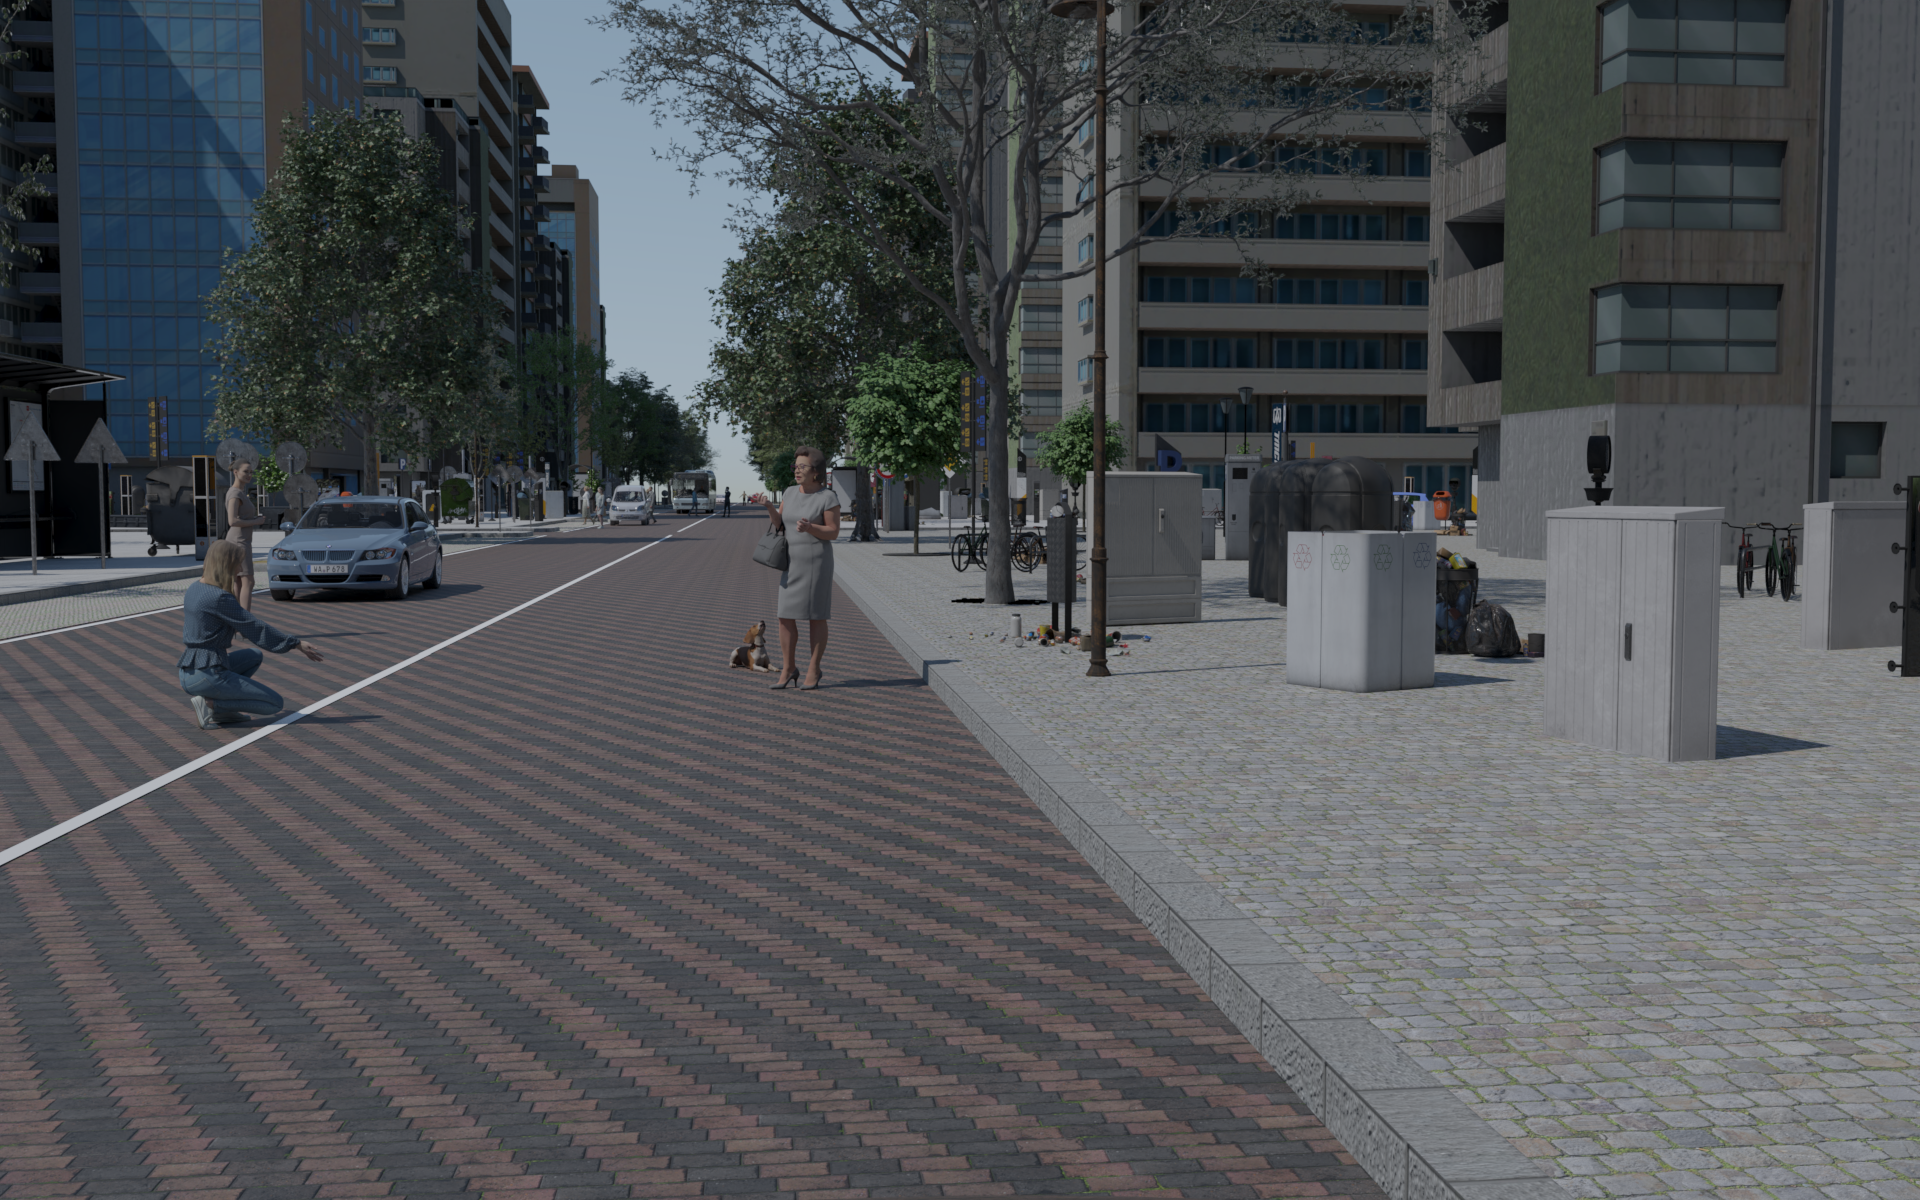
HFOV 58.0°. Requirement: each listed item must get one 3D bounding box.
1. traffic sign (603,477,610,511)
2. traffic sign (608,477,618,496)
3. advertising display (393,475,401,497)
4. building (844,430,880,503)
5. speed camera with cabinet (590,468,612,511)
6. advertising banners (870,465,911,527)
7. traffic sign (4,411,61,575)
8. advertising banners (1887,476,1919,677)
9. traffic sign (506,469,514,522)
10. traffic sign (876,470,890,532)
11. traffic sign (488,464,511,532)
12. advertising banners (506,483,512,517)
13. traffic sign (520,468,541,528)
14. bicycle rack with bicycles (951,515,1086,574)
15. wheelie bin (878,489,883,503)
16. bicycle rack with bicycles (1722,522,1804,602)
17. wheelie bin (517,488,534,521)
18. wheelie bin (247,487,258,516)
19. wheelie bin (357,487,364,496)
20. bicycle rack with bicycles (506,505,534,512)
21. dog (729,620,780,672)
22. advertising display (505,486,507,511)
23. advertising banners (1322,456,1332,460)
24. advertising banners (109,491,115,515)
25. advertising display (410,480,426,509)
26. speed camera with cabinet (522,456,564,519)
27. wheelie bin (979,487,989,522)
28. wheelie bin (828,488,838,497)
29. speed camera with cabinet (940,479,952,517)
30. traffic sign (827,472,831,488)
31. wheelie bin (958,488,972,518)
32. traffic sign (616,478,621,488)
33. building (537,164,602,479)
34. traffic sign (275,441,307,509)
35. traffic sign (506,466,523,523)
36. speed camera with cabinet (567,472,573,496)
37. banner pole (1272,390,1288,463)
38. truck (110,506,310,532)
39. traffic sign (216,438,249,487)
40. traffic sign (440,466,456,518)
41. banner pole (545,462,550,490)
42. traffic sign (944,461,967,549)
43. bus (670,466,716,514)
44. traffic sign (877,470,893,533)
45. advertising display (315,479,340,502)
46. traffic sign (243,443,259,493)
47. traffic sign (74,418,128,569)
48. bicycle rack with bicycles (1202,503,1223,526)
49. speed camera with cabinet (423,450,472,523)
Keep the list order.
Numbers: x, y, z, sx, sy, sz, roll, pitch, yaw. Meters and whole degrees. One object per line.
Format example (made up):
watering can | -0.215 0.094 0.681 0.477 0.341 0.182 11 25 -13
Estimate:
traffic sign | -27.056 -8.107 132.659 0.768 2.556 0.104 0 4 0
traffic sign | -26.225 -8.006 131.009 0.768 2.556 0.104 0 3 0
advertising display | -18.723 -3.206 57.624 0.123 1.923 0.974 -2 4 -24
building | -3.371 -25.714 265.456 27.650 21.520 28.899 0 4 -7
speed camera with cabinet | -27.022 -8.282 129.750 2.038 3.252 0.660 2 4 35
advertising banners | -2.823 -4.357 67.429 2.074 3.025 0.090 2 4 28
traffic sign | -14.601 -1.667 27.259 0.884 2.594 0.081 0 4 -1
advertising banners | 7.545 -0.979 12.189 2.074 3.025 0.090 -1 4 -8
traffic sign | -20.541 -4.863 79.620 0.768 2.556 0.104 0 4 -1
traffic sign | -2.520 -3.594 58.862 0.768 2.556 0.104 0 4 -3
traffic sign | -15.475 -3.339 58.229 0.795 2.450 0.064 0 4 -7
advertising banners | -25.424 -6.213 97.777 0.090 3.025 2.074 -1 4 -23
traffic sign | -16.407 -3.824 66.159 0.795 2.450 0.064 0 4 -7
bicycle rack with bicycles | 1.022 -0.959 29.058 2.925 0.926 2.852 -3 5 -39
wheelie bin | -4.881 -6.002 106.037 0.980 1.594 0.693 0 4 3
bicycle rack with bicycles | 10.669 -0.495 21.478 2.852 0.926 2.925 3 4 36
wheelie bin | -21.079 -4.658 84.063 0.693 1.594 0.980 0 4 7
wheelie bin | -33.557 -4.568 82.593 0.980 1.594 0.693 -2 4 -26
wheelie bin | -26.837 -4.321 78.563 0.980 1.594 0.693 -2 4 -25
bicycle rack with bicycles | -28.534 -6.120 113.439 2.852 0.926 2.925 3 4 37
dog | -1.652 0.363 14.263 0.550 0.427 0.748 1 4 12
advertising display | -31.824 -7.173 122.487 0.123 1.923 0.974 2 4 26
advertising banners | 17.288 -5.023 78.309 2.074 3.025 0.090 3 4 38
advertising banners | -38.645 -5.004 78.005 2.074 3.025 0.090 3 4 36
advertising display | -24.943 -4.559 79.751 0.123 1.923 0.974 2 4 25
speed camera with cabinet | -21.769 -5.872 90.340 2.038 3.252 0.660 -2 4 -28
wheelie bin | 1.295 -4.344 78.931 0.980 1.594 0.693 -1 4 -20
wheelie bin | -6.318 -4.642 83.804 0.693 1.594 0.980 1 4 18
speed camera with cabinet | -1.036 -6.377 98.601 0.660 3.252 2.038 -1 4 -19
traffic sign | -7.430 -6.046 98.965 0.768 2.556 0.104 0 4 2
wheelie bin | 0.304 -5.219 93.236 0.980 1.594 0.693 -1 4 -13
traffic sign | -26.625 -8.203 134.217 0.768 2.556 0.104 0 4 3
building | -57.233 -36.003 238.763 14.600 45.320 14.200 0 4 -7
traffic sign | -16.213 -2.562 41.996 0.768 2.556 0.104 0 4 -3
traffic sign | -19.924 -4.727 77.396 0.768 2.556 0.104 0 4 -6
speed camera with cabinet | -25.964 -7.164 111.459 2.038 3.252 0.660 0 4 -4
banner pole | 7.752 -3.178 41.977 0.401 3.779 0.863 -1 4 -18
truck | -29.792 -4.346 60.823 18.799 4.110 2.967 0 4 -5
traffic sign | -16.550 -2.403 39.388 0.768 2.556 0.104 0 4 3
traffic sign | -23.290 -4.815 78.830 0.768 2.556 0.104 0 4 -4
banner pole | -28.659 -7.940 119.836 0.863 3.779 0.401 2 4 33
traffic sign | -0.240 -2.400 40.421 0.795 2.450 0.064 0 4 0
bus | -19.718 -8.202 128.965 2.948 3.499 13.247 0 4 -6
traffic sign | -2.364 -3.464 56.738 0.768 2.556 0.104 0 4 2
advertising display | -26.699 -4.157 73.175 0.974 1.923 0.123 -2 4 -29
traffic sign | -17.710 -2.613 42.830 0.768 2.556 0.104 0 4 3
traffic sign | -14.663 -1.809 29.577 0.884 2.594 0.081 0 4 -3
bicycle rack with bicycles | 11.003 -3.459 69.935 2.925 0.926 2.852 2 4 27
speed camera with cabinet | -22.763 -5.047 76.862 2.038 3.252 0.660 0 4 -2
